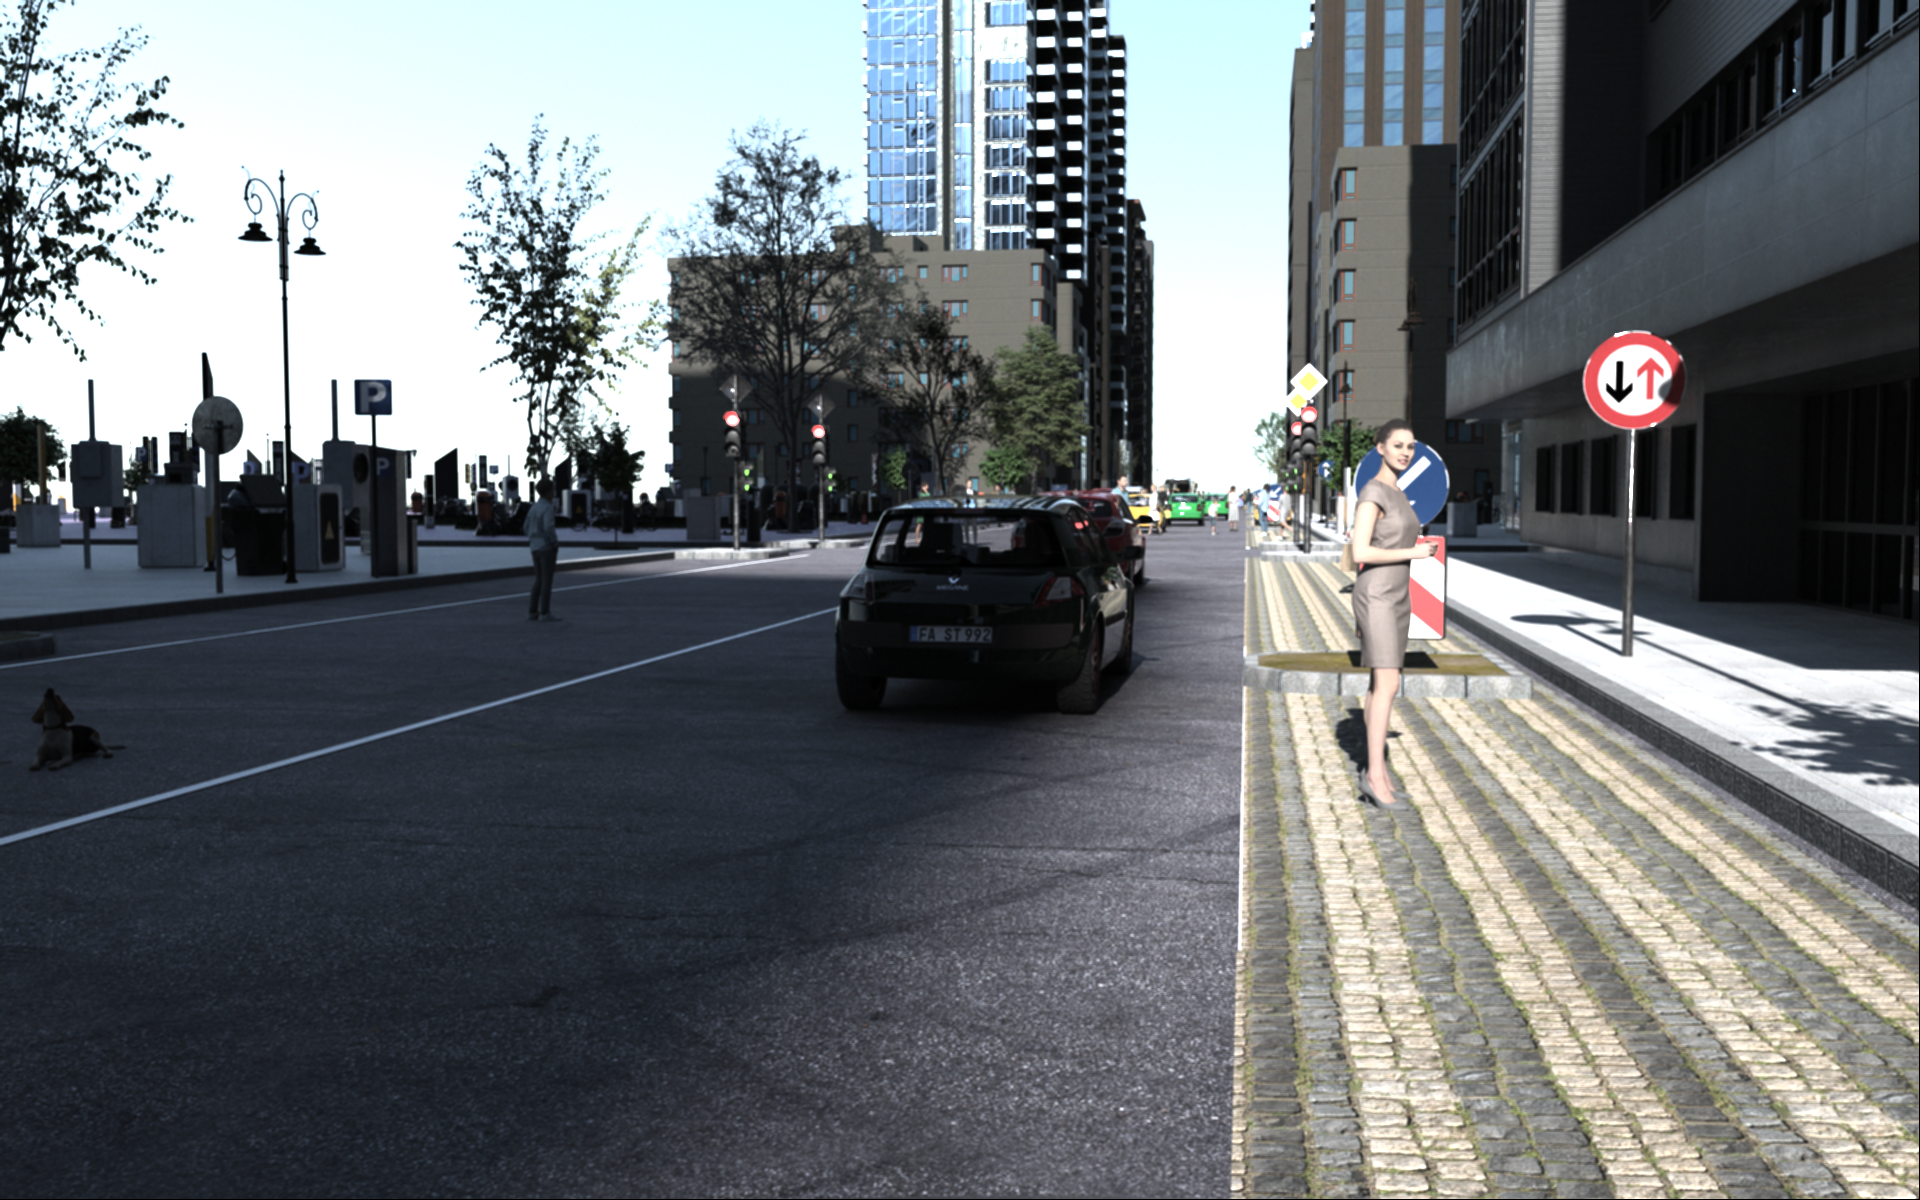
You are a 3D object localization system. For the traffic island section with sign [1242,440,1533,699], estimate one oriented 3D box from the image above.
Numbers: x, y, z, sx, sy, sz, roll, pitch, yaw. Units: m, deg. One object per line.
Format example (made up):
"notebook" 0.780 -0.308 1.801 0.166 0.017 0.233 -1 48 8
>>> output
"traffic island section with sign" 3.151 -0.273 13.088 1.989 1.847 2.006 1 4 9

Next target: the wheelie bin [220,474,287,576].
"wheelie bin" -11.099 -1.189 27.341 0.693 1.594 0.980 2 4 32

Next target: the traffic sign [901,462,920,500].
"traffic sign" -1.967 -4.187 68.568 0.768 2.556 0.104 1 4 14

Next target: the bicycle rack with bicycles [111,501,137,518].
"bicycle rack with bicycles" -43.569 -4.792 91.731 2.925 0.926 2.852 2 4 26

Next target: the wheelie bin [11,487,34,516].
"wheelie bin" -43.192 -4.394 79.757 0.693 1.594 0.980 2 4 30

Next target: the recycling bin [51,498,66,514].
"recycling bin" -57.357 -5.963 110.048 0.722 1.027 0.722 1 4 18

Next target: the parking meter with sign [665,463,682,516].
"parking meter with sign" -16.039 -6.205 97.708 0.543 3.016 1.738 -2 4 -33

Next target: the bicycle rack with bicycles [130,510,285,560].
"bicycle rack with bicycles" -13.595 -1.202 33.040 2.852 0.926 2.925 0 4 4

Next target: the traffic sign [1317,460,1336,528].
"traffic sign" 13.844 -3.986 65.272 0.768 2.556 0.104 1 4 11

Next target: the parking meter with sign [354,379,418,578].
"parking meter with sign" -8.952 -1.891 27.184 0.543 3.016 1.738 0 4 -3

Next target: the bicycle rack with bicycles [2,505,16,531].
"bicycle rack with bicycles" -31.653 -2.643 56.588 2.852 0.926 2.925 -1 4 -11

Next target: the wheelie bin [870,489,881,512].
"wheelie bin" -5.111 -5.942 105.052 0.693 1.594 0.980 0 4 -4

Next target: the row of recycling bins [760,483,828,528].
"row of recycling bins" -6.516 -3.693 67.493 3.534 1.692 1.069 3 5 41

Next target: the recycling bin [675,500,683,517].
"recycling bin" -12.744 -4.148 80.370 0.722 1.027 0.722 -3 5 -41

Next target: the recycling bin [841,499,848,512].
"recycling bin" -6.271 -5.092 95.808 0.722 1.027 0.722 -2 4 -33

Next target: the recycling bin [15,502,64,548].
"recycling bin" -22.331 -1.798 41.955 0.722 1.027 0.722 2 4 32

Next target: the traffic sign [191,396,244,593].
"traffic sign" -9.621 -1.365 22.431 0.768 2.556 0.104 1 4 13

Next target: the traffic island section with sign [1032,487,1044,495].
"traffic island section with sign" 4.354 -5.378 96.566 1.989 1.847 2.006 1 4 9

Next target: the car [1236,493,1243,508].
"car" 27.728 -10.042 173.774 1.945 1.707 3.694 1 4 10

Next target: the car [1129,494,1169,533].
"car" 6.853 -3.364 65.223 2.015 1.641 3.980 1 4 9

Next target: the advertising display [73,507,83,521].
"advertising display" -41.172 -4.655 81.318 0.974 1.923 0.123 0 4 5

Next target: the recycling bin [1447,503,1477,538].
"recycling bin" 14.919 -2.380 51.467 0.722 1.027 0.722 0 4 2

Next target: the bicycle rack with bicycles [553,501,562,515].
"bicycle rack with bicycles" -21.060 -4.899 93.473 2.852 0.926 2.925 0 4 2

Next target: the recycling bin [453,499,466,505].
"recycling bin" -26.961 -4.922 93.026 0.722 1.027 0.722 -2 4 -29

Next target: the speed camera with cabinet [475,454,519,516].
"speed camera with cabinet" -22.793 -5.562 85.273 2.038 3.252 0.660 -2 4 -35

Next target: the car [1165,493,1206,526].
"car" 10.283 -4.312 79.305 1.959 1.807 4.718 0 4 8

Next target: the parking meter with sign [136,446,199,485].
"parking meter with sign" -18.948 -2.806 42.146 1.738 3.016 0.543 0 4 -4

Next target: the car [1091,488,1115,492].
"car" 8.858 -6.016 107.032 2.281 1.827 5.304 1 4 11

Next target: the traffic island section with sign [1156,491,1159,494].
"traffic island section with sign" 26.040 -13.385 227.475 1.989 1.847 2.006 1 4 9

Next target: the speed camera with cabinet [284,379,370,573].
"speed camera with cabinet" -10.645 -2.131 29.175 0.660 3.252 2.038 0 4 6

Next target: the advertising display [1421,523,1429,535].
"advertising display" 8.751 -1.677 32.629 0.123 1.923 0.974 1 4 12

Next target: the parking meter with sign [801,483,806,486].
"parking meter with sign" -10.907 -7.494 118.780 1.738 3.016 0.543 -3 4 -36

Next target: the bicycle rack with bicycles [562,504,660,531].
"bicycle rack with bicycles" -11.752 -2.869 60.291 2.925 0.926 2.852 1 4 16

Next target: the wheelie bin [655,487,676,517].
"wheelie bin" -12.679 -4.064 74.350 0.693 1.594 0.980 3 4 37

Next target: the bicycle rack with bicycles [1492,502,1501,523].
"bicycle rack with bicycles" 24.504 -3.848 76.294 2.925 0.926 2.852 -2 4 -33

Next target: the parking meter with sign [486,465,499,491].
"parking meter with sign" -28.291 -6.620 104.499 0.543 3.016 1.738 -2 4 -28

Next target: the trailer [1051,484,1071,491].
"trailer" 6.034 -5.916 103.769 1.471 1.999 3.904 1 4 10

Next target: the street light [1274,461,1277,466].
"street light" 35.542 -13.528 193.973 0.468 5.910 1.993 1 4 9

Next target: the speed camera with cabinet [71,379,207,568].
"speed camera with cabinet" -14.261 -2.186 30.085 2.038 3.252 0.660 0 4 -5

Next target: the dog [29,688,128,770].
"dog" -4.738 0.663 9.348 0.550 0.427 0.748 3 4 36

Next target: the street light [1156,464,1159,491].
"street light" 30.012 -17.769 263.305 0.468 5.910 1.993 1 4 9

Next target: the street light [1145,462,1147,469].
"street light" 25.158 -15.997 234.342 0.468 5.910 1.993 1 4 9

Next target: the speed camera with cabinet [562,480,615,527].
"speed camera with cabinet" -14.647 -4.532 68.435 2.038 3.252 0.660 -2 4 -35

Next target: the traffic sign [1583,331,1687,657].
"traffic sign" 5.278 -0.827 13.622 0.768 2.556 0.104 1 4 12

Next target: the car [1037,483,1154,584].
"car" 1.850 -1.066 26.476 2.155 1.783 4.494 1 4 9

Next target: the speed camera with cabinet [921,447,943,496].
"speed camera with cabinet" -1.177 -4.810 72.975 0.660 3.252 2.038 1 4 11

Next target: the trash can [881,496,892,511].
"trash can" -4.332 -5.535 102.144 0.748 1.137 0.748 0 3 0

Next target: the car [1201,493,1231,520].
"car" 14.183 -5.359 96.410 1.959 1.807 4.718 0 4 8

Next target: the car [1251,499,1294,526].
"car" 14.403 -4.245 79.628 2.015 1.641 3.980 1 4 10

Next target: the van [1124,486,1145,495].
"van" 9.140 -5.278 93.302 2.013 2.044 4.112 1 4 11

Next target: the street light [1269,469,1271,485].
"street light" 39.461 -14.975 217.632 0.468 5.910 1.993 1 4 9

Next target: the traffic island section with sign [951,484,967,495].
"traffic island section with sign" -0.049 -3.752 69.971 1.989 1.847 2.006 1 4 9

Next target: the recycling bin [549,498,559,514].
"recycling bin" -25.862 -5.942 109.704 0.722 1.027 0.722 1 4 14

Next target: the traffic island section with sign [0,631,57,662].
"traffic island section with sign" -9.147 -0.398 15.127 1.989 1.847 2.006 1 4 9

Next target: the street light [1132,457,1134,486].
"street light" 20.467 -14.224 205.352 0.468 5.910 1.993 1 4 9

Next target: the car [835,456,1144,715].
"car" 0.307 -0.182 12.760 2.009 1.686 4.222 1 4 10
